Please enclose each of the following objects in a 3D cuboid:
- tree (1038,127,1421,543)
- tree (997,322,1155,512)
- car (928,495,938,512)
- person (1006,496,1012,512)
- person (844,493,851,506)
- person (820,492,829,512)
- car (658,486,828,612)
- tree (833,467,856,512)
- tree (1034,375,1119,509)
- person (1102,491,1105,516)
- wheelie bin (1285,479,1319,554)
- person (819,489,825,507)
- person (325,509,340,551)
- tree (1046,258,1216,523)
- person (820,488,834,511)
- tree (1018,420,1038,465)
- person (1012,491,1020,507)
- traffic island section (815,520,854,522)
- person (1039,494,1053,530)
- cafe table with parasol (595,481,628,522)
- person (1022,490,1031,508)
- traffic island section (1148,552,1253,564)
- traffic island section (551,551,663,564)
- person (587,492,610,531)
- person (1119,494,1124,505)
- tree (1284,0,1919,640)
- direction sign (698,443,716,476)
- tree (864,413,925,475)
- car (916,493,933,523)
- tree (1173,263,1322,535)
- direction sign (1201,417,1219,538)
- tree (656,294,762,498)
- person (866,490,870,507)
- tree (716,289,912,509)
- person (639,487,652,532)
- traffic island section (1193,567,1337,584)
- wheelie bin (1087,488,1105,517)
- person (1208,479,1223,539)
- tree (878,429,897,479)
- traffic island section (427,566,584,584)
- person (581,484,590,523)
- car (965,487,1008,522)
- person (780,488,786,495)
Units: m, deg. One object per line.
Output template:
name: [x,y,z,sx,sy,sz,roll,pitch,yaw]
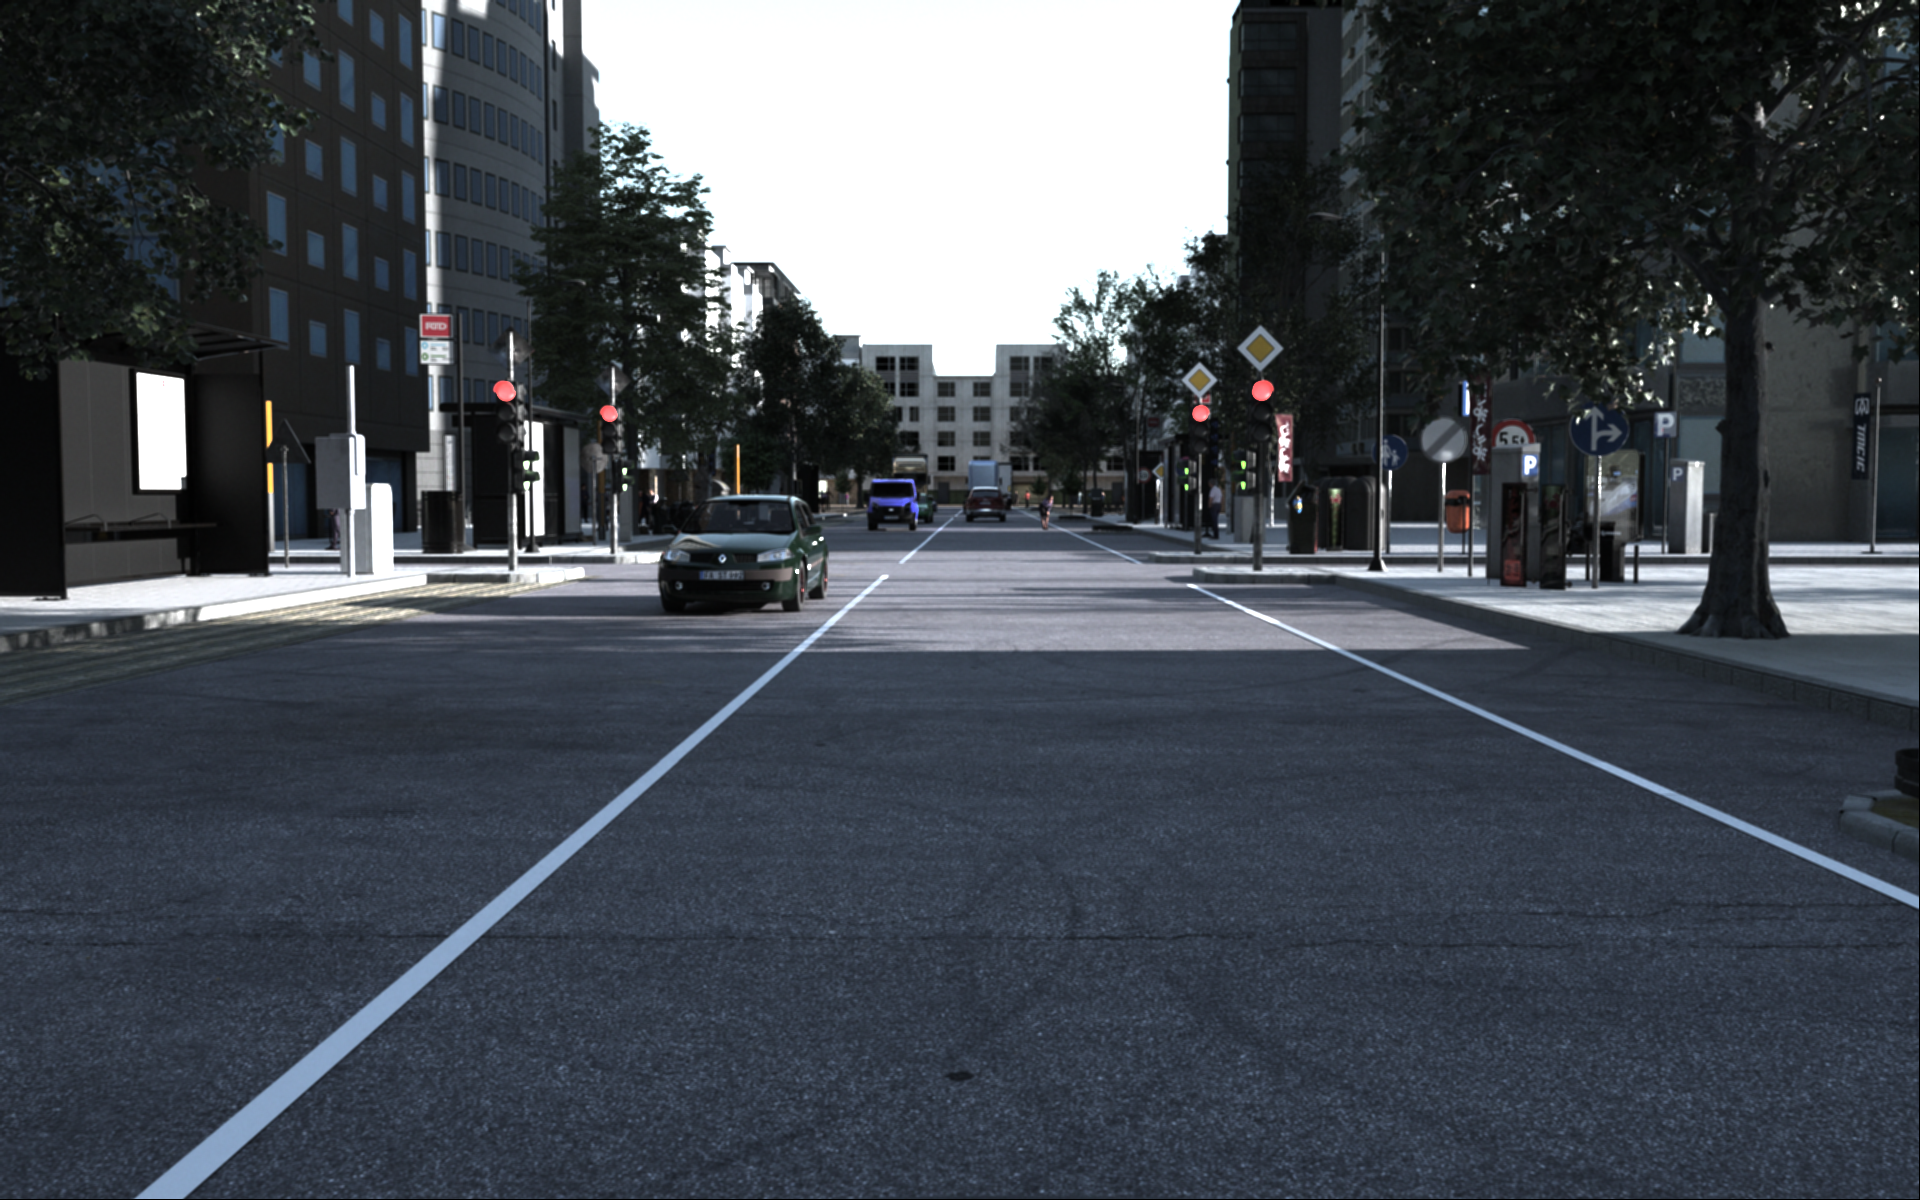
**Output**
tree: [7.898,-6.733,44.504,8.767,10.594,7.601,-3,5,-40]
tree: [8.801,-12.967,122.384,12.009,13.543,11.850,0,3,0]
car: [-2.724,-7.716,138.736,1.945,1.354,3.894,0,4,2]
person: [3.917,-7.822,139.581,0.799,1.438,0.628,3,4,38]
person: [-12.053,-10.694,184.106,0.991,1.433,0.599,0,4,6]
person: [-9.488,-6.858,121.396,0.697,1.427,0.421,-3,4,-36]
car: [-2.723,-0.767,22.334,2.009,1.686,4.222,0,4,2]
tree: [-8.256,-7.901,123.785,1.663,3.219,1.824,0,3,0]
tree: [9.611,-13.950,146.215,7.486,12.596,7.792,0,3,0]
person: [8.116,-5.662,100.835,0.590,1.554,0.614,1,4,22]
wheelie bin: [7.326,-1.784,37.071,0.693,1.594,0.980,0,4,5]
person: [-13.723,-10.177,172.513,1.350,1.814,0.705,-2,4,-32]
person: [-14.219,-1.984,39.393,0.530,1.710,0.541,-1,4,-12]
tree: [7.628,-9.295,77.727,9.928,11.665,9.643,0,3,0]
person: [-10.018,-7.576,130.429,1.217,1.766,0.721,2,4,28]
tree: [7.866,-10.367,103.919,7.601,10.594,8.767,-1,4,-18]
person: [6.104,-11.000,188.899,0.990,1.755,0.434,2,4,30]
traffic island section: [-6.471,-4.065,89.324,1.991,0.108,1.994,0,4,1]
person: [3.485,-3.536,69.548,0.421,1.427,0.697,-3,4,-36]
cafe table with parasol: [-16.136,-4.668,81.188,2.610,1.966,2.610,3,4,36]
person: [7.023,-10.597,181.706,0.705,1.831,1.348,3,5,43]
traffic island section: [5.092,-0.896,36.930,2.009,0.180,2.903,0,4,1]
traffic island section: [-7.429,-0.906,37.087,2.009,0.180,2.903,0,4,1]
person: [-12.427,-3.182,60.020,0.963,1.587,0.435,1,4,8]
person: [18.003,-10.961,190.976,1.065,1.426,0.557,2,4,27]
tree: [7.172,-6.025,15.519,9.611,12.733,9.660,0,3,0]
direction sign: [-11.220,-5.185,76.770,0.876,3.537,0.379,1,4,21]
tree: [-7.733,-14.909,178.174,8.767,10.594,7.601,0,4,-5]
car: [-2.297,-4.712,85.835,1.959,1.807,4.718,0,4,2]
tree: [8.712,-6.360,54.343,4.360,8.622,3.978,0,3,0]
direction sign: [7.314,-3.620,51.189,0.876,3.537,0.379,-3,4,-38]
tree: [-9.351,-6.974,64.382,4.360,8.622,3.978,0,3,0]
person: [-9.020,-10.094,171.879,0.445,1.727,0.742,1,4,20]
tree: [-9.338,-11.023,97.238,9.611,12.733,9.660,0,3,0]
person: [-10.613,-3.023,58.009,0.613,1.512,0.480,-1,4,-9]
traffic island section: [4.994,-0.408,28.945,2.009,0.180,2.903,0,4,1]
wheelie bin: [7.659,-5.475,97.420,0.980,1.594,0.693,0,4,8]
person: [7.150,-2.565,48.925,0.436,1.711,0.756,3,5,44]
tree: [-7.850,-14.386,185.573,4.737,8.622,4.395,0,3,0]
traffic island section: [-7.526,-0.417,29.103,2.009,0.180,2.903,0,4,1]
person: [-16.664,-4.278,76.685,0.504,1.737,0.576,3,5,42]
car: [1.372,-5.005,90.509,2.281,1.827,5.304,0,4,2]
person: [-13.040,-7.332,126.596,1.217,1.739,0.721,0,4,8]
